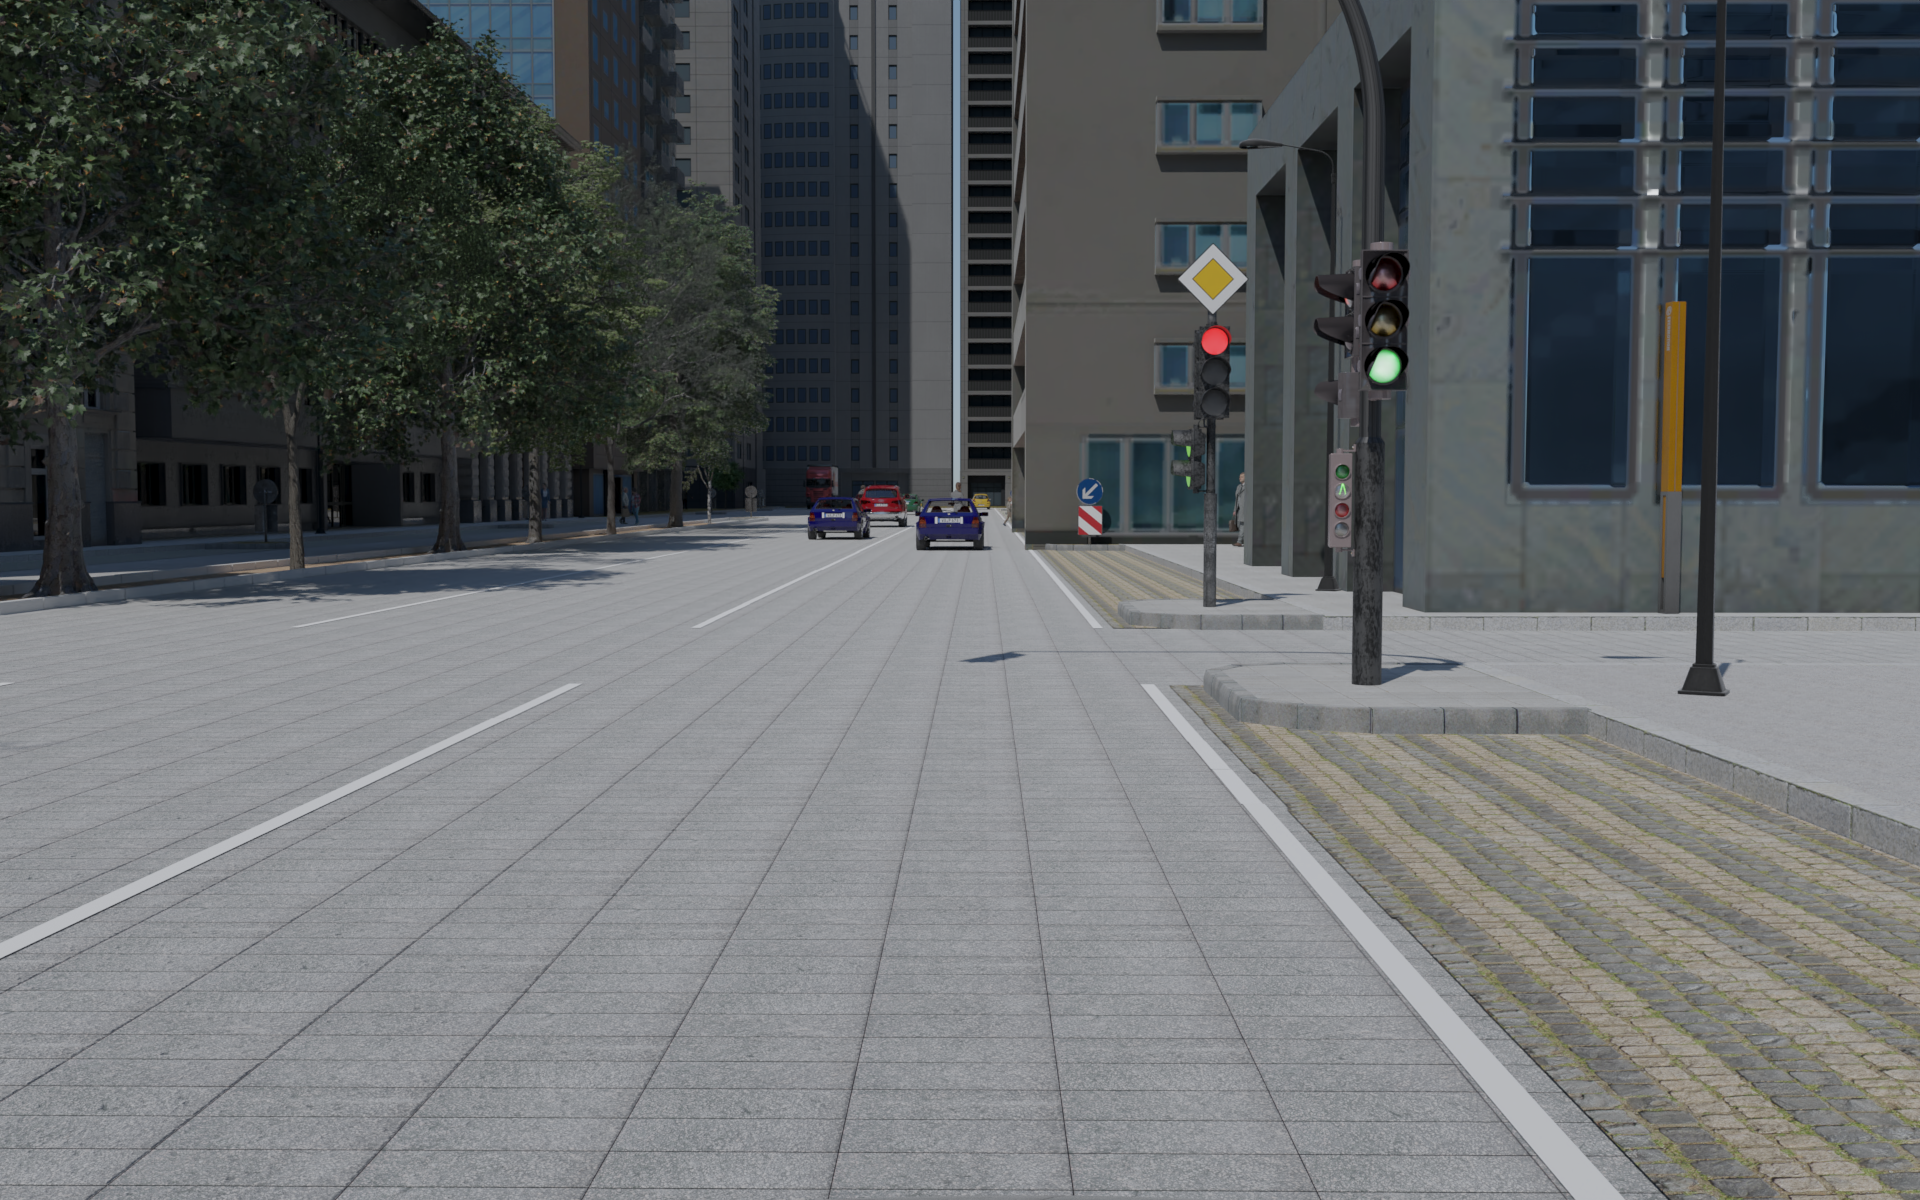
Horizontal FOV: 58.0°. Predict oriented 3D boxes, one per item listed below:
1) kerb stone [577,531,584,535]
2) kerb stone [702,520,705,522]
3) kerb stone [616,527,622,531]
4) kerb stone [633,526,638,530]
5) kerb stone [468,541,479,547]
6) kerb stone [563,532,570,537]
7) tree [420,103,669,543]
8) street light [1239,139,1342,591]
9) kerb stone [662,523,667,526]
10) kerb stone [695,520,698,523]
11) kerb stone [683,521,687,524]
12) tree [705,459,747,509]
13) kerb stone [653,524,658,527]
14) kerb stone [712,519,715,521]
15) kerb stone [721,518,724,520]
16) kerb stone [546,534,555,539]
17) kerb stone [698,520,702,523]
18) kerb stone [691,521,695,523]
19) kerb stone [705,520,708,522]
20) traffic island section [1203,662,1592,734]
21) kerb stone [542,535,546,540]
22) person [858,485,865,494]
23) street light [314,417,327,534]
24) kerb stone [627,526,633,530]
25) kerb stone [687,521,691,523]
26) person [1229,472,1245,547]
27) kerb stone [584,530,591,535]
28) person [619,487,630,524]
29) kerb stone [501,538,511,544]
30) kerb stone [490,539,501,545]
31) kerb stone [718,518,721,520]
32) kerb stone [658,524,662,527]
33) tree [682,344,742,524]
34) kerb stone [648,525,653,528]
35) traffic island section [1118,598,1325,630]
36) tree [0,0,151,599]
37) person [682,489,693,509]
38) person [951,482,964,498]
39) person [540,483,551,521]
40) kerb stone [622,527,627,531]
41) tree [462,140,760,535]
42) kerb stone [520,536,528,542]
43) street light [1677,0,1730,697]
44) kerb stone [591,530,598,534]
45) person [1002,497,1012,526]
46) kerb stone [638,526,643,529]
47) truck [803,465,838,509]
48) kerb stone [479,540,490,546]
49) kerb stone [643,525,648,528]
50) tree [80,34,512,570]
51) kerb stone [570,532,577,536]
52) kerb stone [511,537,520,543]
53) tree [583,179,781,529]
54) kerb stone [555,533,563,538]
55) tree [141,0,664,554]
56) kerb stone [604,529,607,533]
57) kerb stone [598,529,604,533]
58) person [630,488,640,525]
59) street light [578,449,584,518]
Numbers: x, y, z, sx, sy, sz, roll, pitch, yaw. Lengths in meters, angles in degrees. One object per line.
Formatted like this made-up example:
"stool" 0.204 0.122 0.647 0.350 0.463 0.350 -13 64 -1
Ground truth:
"kerb stone" -13.022 -2.239 58.835 0.120 0.150 1.000 0 4 1
"kerb stone" -12.699 -3.811 84.498 0.120 0.150 1.000 0 4 1
"kerb stone" -12.946 -2.614 64.987 0.120 0.150 1.000 0 4 1
"kerb stone" -12.901 -2.806 68.077 0.120 0.150 1.000 0 4 1
"kerb stone" -13.189 -1.489 46.541 0.120 0.150 1.000 0 4 1
"kerb stone" -13.051 -2.113 56.781 0.120 0.150 1.000 0 4 1
"tree" -12.384 -7.923 50.133 7.486 12.596 7.792 0 3 0
"street light" 4.348 -3.075 22.820 1.470 5.913 1.316 0 4 1
"kerb stone" -12.830 -3.182 74.228 0.120 0.150 1.000 0 4 1
"kerb stone" -12.733 -3.684 82.436 0.120 0.150 1.000 0 4 1
"kerb stone" -12.760 -3.496 79.360 0.120 0.150 1.000 0 4 1
"tree" -19.627 -9.878 145.224 4.285 4.588 4.351 0 3 0
"kerb stone" -12.850 -3.056 72.169 0.120 0.150 1.000 0 4 1
"kerb stone" -12.657 -3.998 87.568 0.120 0.150 1.000 0 4 1
"kerb stone" -12.618 -4.184 90.648 0.120 0.150 1.000 0 4 1
"kerb stone" -13.077 -1.989 54.732 0.120 0.150 1.000 0 4 1
"kerb stone" -12.715 -3.743 83.468 0.120 0.150 1.000 0 4 1
"kerb stone" -12.724 -3.622 81.414 0.120 0.150 1.000 0 4 1
"kerb stone" -12.680 -3.872 85.520 0.120 0.150 1.000 0 4 1
"traffic island section" 2.758 0.647 11.710 2.009 0.180 2.903 0 4 1
"kerb stone" -13.094 -1.925 53.710 0.120 0.150 1.000 0 4 1
"person" -4.515 -4.503 81.924 0.447 1.846 0.655 1 4 21
"street light" -20.100 -5.087 55.714 1.470 5.913 1.316 0 4 1
"kerb stone" -12.919 -2.744 67.053 0.120 0.150 1.000 0 4 1
"kerb stone" -12.743 -3.559 80.382 0.120 0.150 1.000 0 4 1
"person" 6.846 -2.200 42.120 0.767 1.812 0.694 -2 4 -33
"kerb stone" -13.007 -2.303 59.857 0.120 0.150 1.000 0 4 1
"person" -15.915 -4.470 82.067 0.515 1.767 0.782 -1 4 -10
"kerb stone" -13.139 -1.675 49.611 0.120 0.150 1.000 0 4 1
"kerb stone" -13.156 -1.614 48.588 0.120 0.150 1.000 0 4 1
"kerb stone" -12.628 -4.124 89.623 0.120 0.150 1.000 0 4 1
"kerb stone" -12.836 -3.120 73.201 0.120 0.150 1.000 0 4 1
"tree" -11.511 -7.746 79.468 4.360 8.622 3.978 0 3 0
"kerb stone" -12.866 -2.994 71.147 0.120 0.150 1.000 0 4 1
"traffic island section" 2.859 0.158 19.695 2.009 0.180 2.903 0 4 1
"tree" -12.349 -6.372 23.649 9.611 12.733 9.660 0 3 0
"person" -22.954 -8.463 144.542 1.348 1.807 0.705 1 4 14
"person" -0.009 -2.627 51.729 0.520 1.790 0.573 2 4 24
"person" -19.989 -4.726 83.329 0.581 1.822 0.654 0 4 -8
"kerb stone" -12.940 -2.681 66.023 0.120 0.150 1.000 0 4 1
"tree" -12.141 -8.997 59.931 12.009 13.543 11.850 0 3 0
"kerb stone" -13.114 -1.800 51.663 0.120 0.150 1.000 0 4 1
"street light" 4.244 -2.351 10.978 1.470 5.913 1.316 0 4 1
"kerb stone" -13.001 -2.363 60.883 0.120 0.150 1.000 0 4 1
"person" 2.185 -3.913 76.751 0.640 1.303 0.475 -1 4 -21
"kerb stone" -12.893 -2.869 69.099 0.120 0.150 1.000 0 4 1
"truck" -13.298 -10.875 166.725 2.839 4.237 11.283 0 4 -1
"kerb stone" -13.171 -1.552 47.563 0.120 0.150 1.000 0 4 1
"kerb stone" -12.876 -2.926 70.121 0.120 0.150 1.000 0 4 1
"tree" -12.356 -5.843 32.404 8.767 10.594 7.601 0 4 1
"kerb stone" -13.033 -2.178 57.813 0.120 0.150 1.000 0 4 1
"kerb stone" -13.125 -1.739 50.633 0.120 0.150 1.000 0 4 1
"tree" -11.715 -9.897 70.925 9.857 13.997 8.962 0 3 0
"kerb stone" -13.053 -2.050 55.759 0.120 0.150 1.000 0 4 1
"tree" -12.292 -7.464 41.495 9.611 12.733 9.660 0 3 0
"kerb stone" -12.972 -2.491 62.929 0.120 0.150 1.000 0 4 1
"kerb stone" -12.987 -2.429 61.907 0.120 0.150 1.000 0 4 1
"person" -14.809 -4.269 79.135 0.563 1.720 0.643 3 5 42
"street light" -19.528 -7.283 91.613 1.470 5.913 1.316 0 4 1
